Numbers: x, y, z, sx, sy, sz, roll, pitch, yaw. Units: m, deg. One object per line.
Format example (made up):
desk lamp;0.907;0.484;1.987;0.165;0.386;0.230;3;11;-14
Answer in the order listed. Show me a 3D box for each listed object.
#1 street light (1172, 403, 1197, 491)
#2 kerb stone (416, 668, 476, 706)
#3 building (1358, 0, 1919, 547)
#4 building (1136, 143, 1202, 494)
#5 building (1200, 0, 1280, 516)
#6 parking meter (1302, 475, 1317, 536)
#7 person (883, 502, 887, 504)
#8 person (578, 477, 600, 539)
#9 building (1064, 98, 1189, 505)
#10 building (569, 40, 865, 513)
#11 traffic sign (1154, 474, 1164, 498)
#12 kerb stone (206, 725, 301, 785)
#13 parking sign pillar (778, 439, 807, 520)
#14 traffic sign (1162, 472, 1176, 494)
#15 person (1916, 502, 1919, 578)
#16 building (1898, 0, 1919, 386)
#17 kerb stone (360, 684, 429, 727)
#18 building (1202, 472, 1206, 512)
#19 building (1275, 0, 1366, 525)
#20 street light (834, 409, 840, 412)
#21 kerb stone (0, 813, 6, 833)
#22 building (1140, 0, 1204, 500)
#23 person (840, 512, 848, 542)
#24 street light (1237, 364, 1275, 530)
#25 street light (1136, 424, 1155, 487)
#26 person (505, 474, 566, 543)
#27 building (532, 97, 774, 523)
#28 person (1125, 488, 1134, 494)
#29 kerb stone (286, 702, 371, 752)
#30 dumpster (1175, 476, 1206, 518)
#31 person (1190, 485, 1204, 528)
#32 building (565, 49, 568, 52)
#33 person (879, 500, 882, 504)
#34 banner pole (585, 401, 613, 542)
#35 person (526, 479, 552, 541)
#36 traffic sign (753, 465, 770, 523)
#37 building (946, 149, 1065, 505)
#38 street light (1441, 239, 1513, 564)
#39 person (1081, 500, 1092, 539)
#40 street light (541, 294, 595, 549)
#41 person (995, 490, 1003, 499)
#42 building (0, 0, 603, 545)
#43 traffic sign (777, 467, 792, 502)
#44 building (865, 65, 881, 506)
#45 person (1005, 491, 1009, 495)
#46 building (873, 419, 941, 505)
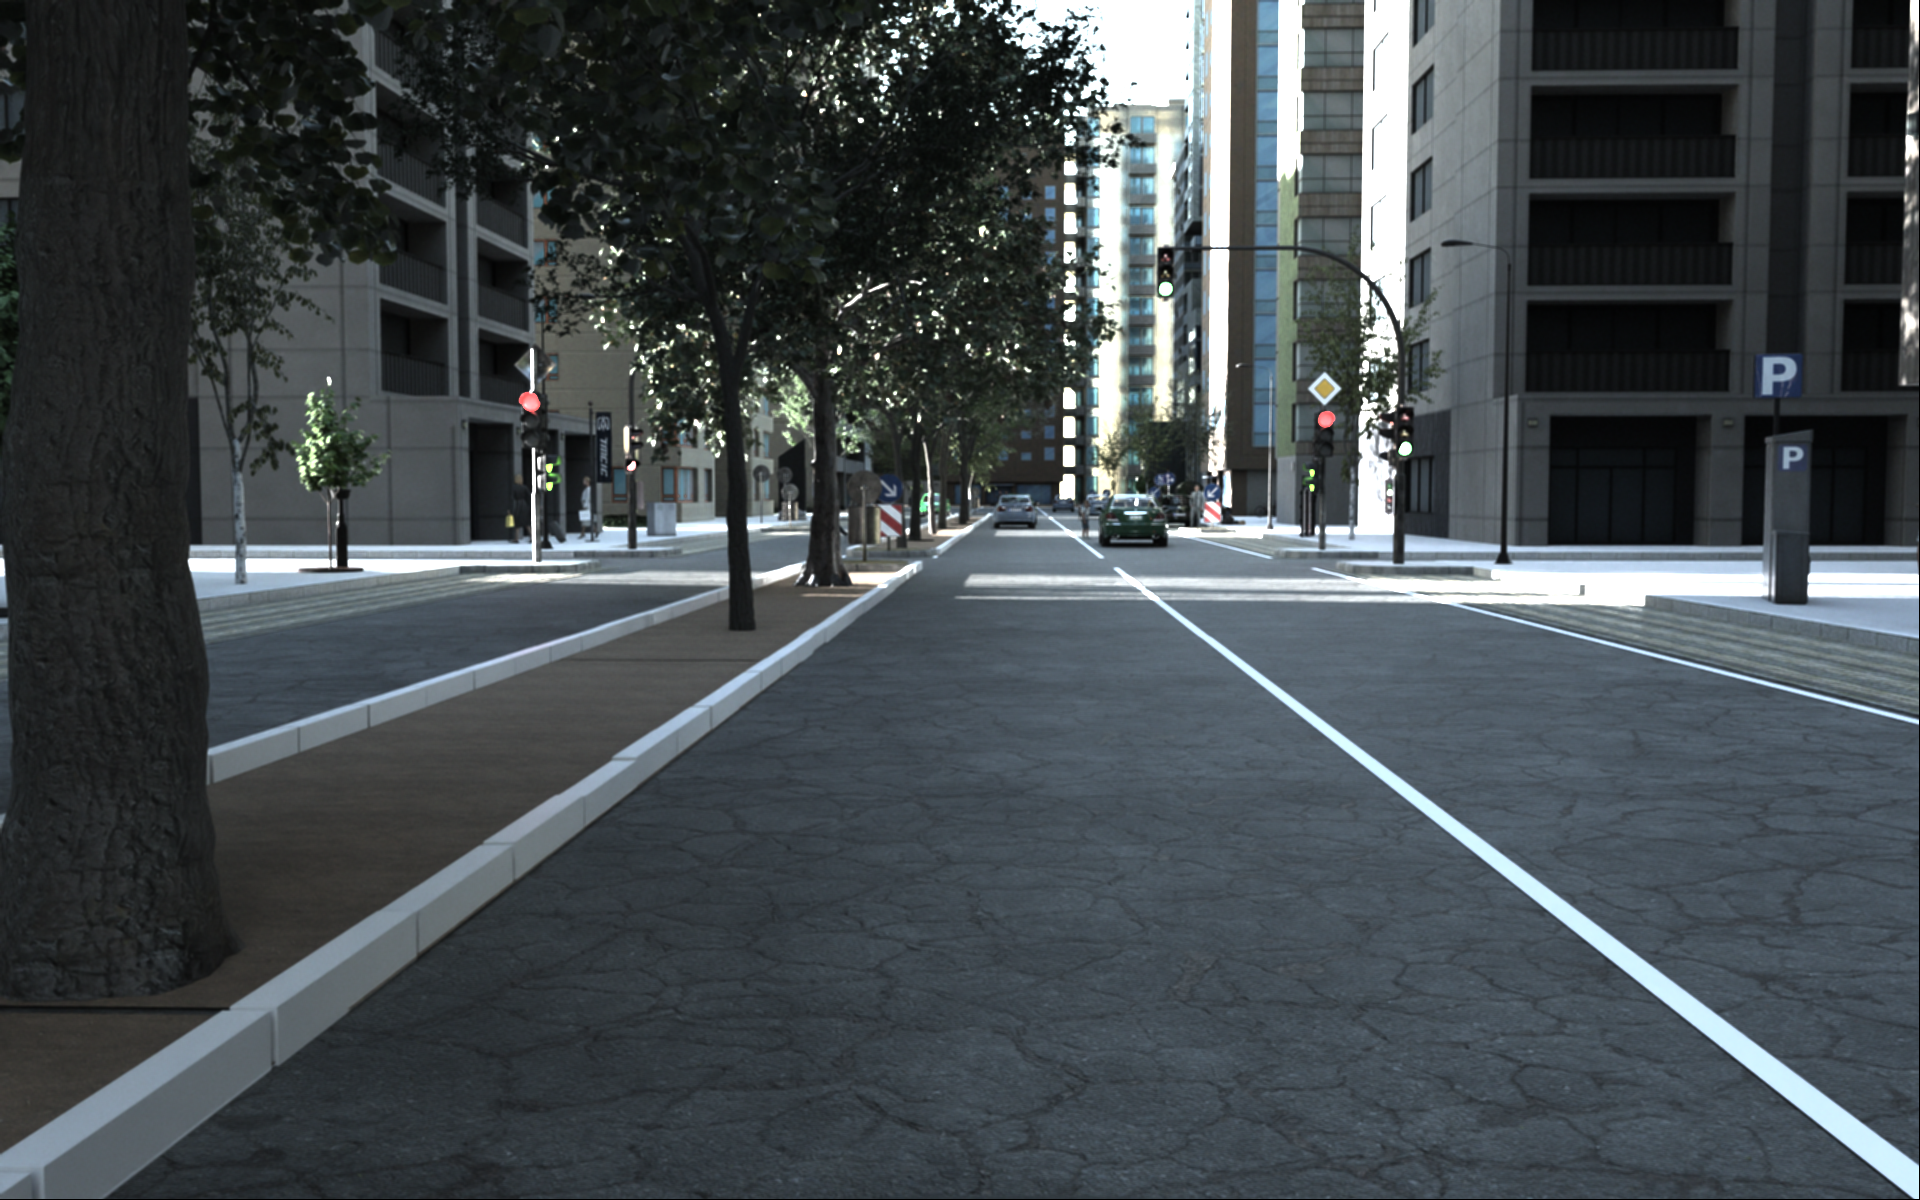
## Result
street light;11.471;-7.080;88.295;1.470;5.913;1.316;0;4;2
kerb stone;-3.611;0.619;12.083;0.120;0.150;1.000;0;4;2
building;24.288;-37.430;50.239;20.611;71.187;20.563;0;4;2
building;34.427;-29.536;174.801;32.217;40.220;23.993;0;4;2
building;22.346;-27.796;104.574;14.600;45.320;14.200;0;4;2
parking meter;10.790;-2.924;53.525;0.399;1.863;0.255;3;4;37
person;-3.651;-4.654;84.764;0.590;1.801;0.661;-1;4;-12
person;-10.706;-2.660;49.894;0.624;1.780;0.694;0;4;1
building;27.880;-36.245;212.219;30.456;49.044;23.786;0;4;2
building;-19.695;-32.045;147.633;21.300;48.544;21.600;0;4;2
traffic sign;12.843;-6.794;111.189;0.768;2.556;0.104;0;4;3
kerb stone;-3.714;0.806;9.017;0.120;0.150;1.000;0;4;2
parking sign pillar;-8.198;-5.887;84.722;1.447;3.967;1.447;0;4;5
traffic sign;12.222;-6.191;101.322;0.768;2.556;0.104;1;4;11
person;9.169;-0.338;16.253;0.352;1.250;0.332;-1;4;-17
building;19.973;-15.238;20.838;14.160;30.474;14.107;0;4;2
kerb stone;-3.640;0.681;11.061;0.120;0.150;1.000;0;4;2
building;24.434;-21.618;125.162;14.160;30.474;14.107;0;4;2
building;21.038;-24.040;76.657;14.154;41.232;14.086;0;4;2
street light;-7.262;-7.497;95.110;1.470;5.913;1.316;0;4;2
kerb stone;-3.790;0.936;6.969;0.120;0.150;1.000;0;4;2
building;27.706;-50.960;145.864;22.319;86.520;31.000;0;4;2
person;-3.709;-2.672;52.032;0.795;1.843;0.661;0;4;-5
street light;10.566;-5.467;61.932;1.470;5.913;1.316;0;4;2
street light;12.370;-8.703;114.837;1.470;5.913;1.316;0;4;2
person;-11.107;-2.385;45.260;1.509;1.804;0.699;0;4;-5
building;-25.668;-15.044;91.017;27.650;21.520;28.899;0;4;2
person;14.844;-8.912;151.734;1.348;1.826;0.705;1;4;10
kerb stone;-3.680;0.743;10.040;0.120;0.150;1.000;0;4;2
dumpster;12.238;-5.476;92.023;1.502;2.255;1.985;0;4;2
person;9.427;-3.700;69.096;0.635;1.810;0.391;1;4;21
building;-20.090;-30.726;126.074;21.300;48.544;21.600;0;4;2
person;-7.144;-9.070;157.572;0.421;1.427;0.697;2;4;30
banner pole;-9.713;-3.460;46.592;0.863;3.779;0.401;1;4;19
person;-11.486;-2.515;47.352;0.728;1.800;0.709;-3;5;-43
traffic sign;-8.696;-4.627;75.765;0.768;2.556;0.104;1;4;10
building;5.248;-34.093;207.530;14.200;45.320;14.600;0;4;2
street light;9.471;-3.621;31.742;1.470;5.913;1.316;0;4;2
person;4.046;-2.580;55.363;0.332;1.250;0.352;-1;4;-10
street light;-9.155;-4.146;40.321;1.470;5.913;1.316;0;4;2
person;3.449;-8.788;152.718;0.750;1.759;0.617;-3;4;-38
building;-22.330;-37.523;51.759;20.563;71.187;20.611;0;4;2
traffic sign;-8.261;-4.975;81.449;0.768;2.556;0.104;1;4;11
building;-21.991;-35.798;174.533;27.495;52.752;28.713;0;4;2
person;5.218;-11.158;191.384;0.683;1.767;0.568;1;4;15
building;-8.892;-26.723;208.616;14.107;30.474;14.160;0;4;2
